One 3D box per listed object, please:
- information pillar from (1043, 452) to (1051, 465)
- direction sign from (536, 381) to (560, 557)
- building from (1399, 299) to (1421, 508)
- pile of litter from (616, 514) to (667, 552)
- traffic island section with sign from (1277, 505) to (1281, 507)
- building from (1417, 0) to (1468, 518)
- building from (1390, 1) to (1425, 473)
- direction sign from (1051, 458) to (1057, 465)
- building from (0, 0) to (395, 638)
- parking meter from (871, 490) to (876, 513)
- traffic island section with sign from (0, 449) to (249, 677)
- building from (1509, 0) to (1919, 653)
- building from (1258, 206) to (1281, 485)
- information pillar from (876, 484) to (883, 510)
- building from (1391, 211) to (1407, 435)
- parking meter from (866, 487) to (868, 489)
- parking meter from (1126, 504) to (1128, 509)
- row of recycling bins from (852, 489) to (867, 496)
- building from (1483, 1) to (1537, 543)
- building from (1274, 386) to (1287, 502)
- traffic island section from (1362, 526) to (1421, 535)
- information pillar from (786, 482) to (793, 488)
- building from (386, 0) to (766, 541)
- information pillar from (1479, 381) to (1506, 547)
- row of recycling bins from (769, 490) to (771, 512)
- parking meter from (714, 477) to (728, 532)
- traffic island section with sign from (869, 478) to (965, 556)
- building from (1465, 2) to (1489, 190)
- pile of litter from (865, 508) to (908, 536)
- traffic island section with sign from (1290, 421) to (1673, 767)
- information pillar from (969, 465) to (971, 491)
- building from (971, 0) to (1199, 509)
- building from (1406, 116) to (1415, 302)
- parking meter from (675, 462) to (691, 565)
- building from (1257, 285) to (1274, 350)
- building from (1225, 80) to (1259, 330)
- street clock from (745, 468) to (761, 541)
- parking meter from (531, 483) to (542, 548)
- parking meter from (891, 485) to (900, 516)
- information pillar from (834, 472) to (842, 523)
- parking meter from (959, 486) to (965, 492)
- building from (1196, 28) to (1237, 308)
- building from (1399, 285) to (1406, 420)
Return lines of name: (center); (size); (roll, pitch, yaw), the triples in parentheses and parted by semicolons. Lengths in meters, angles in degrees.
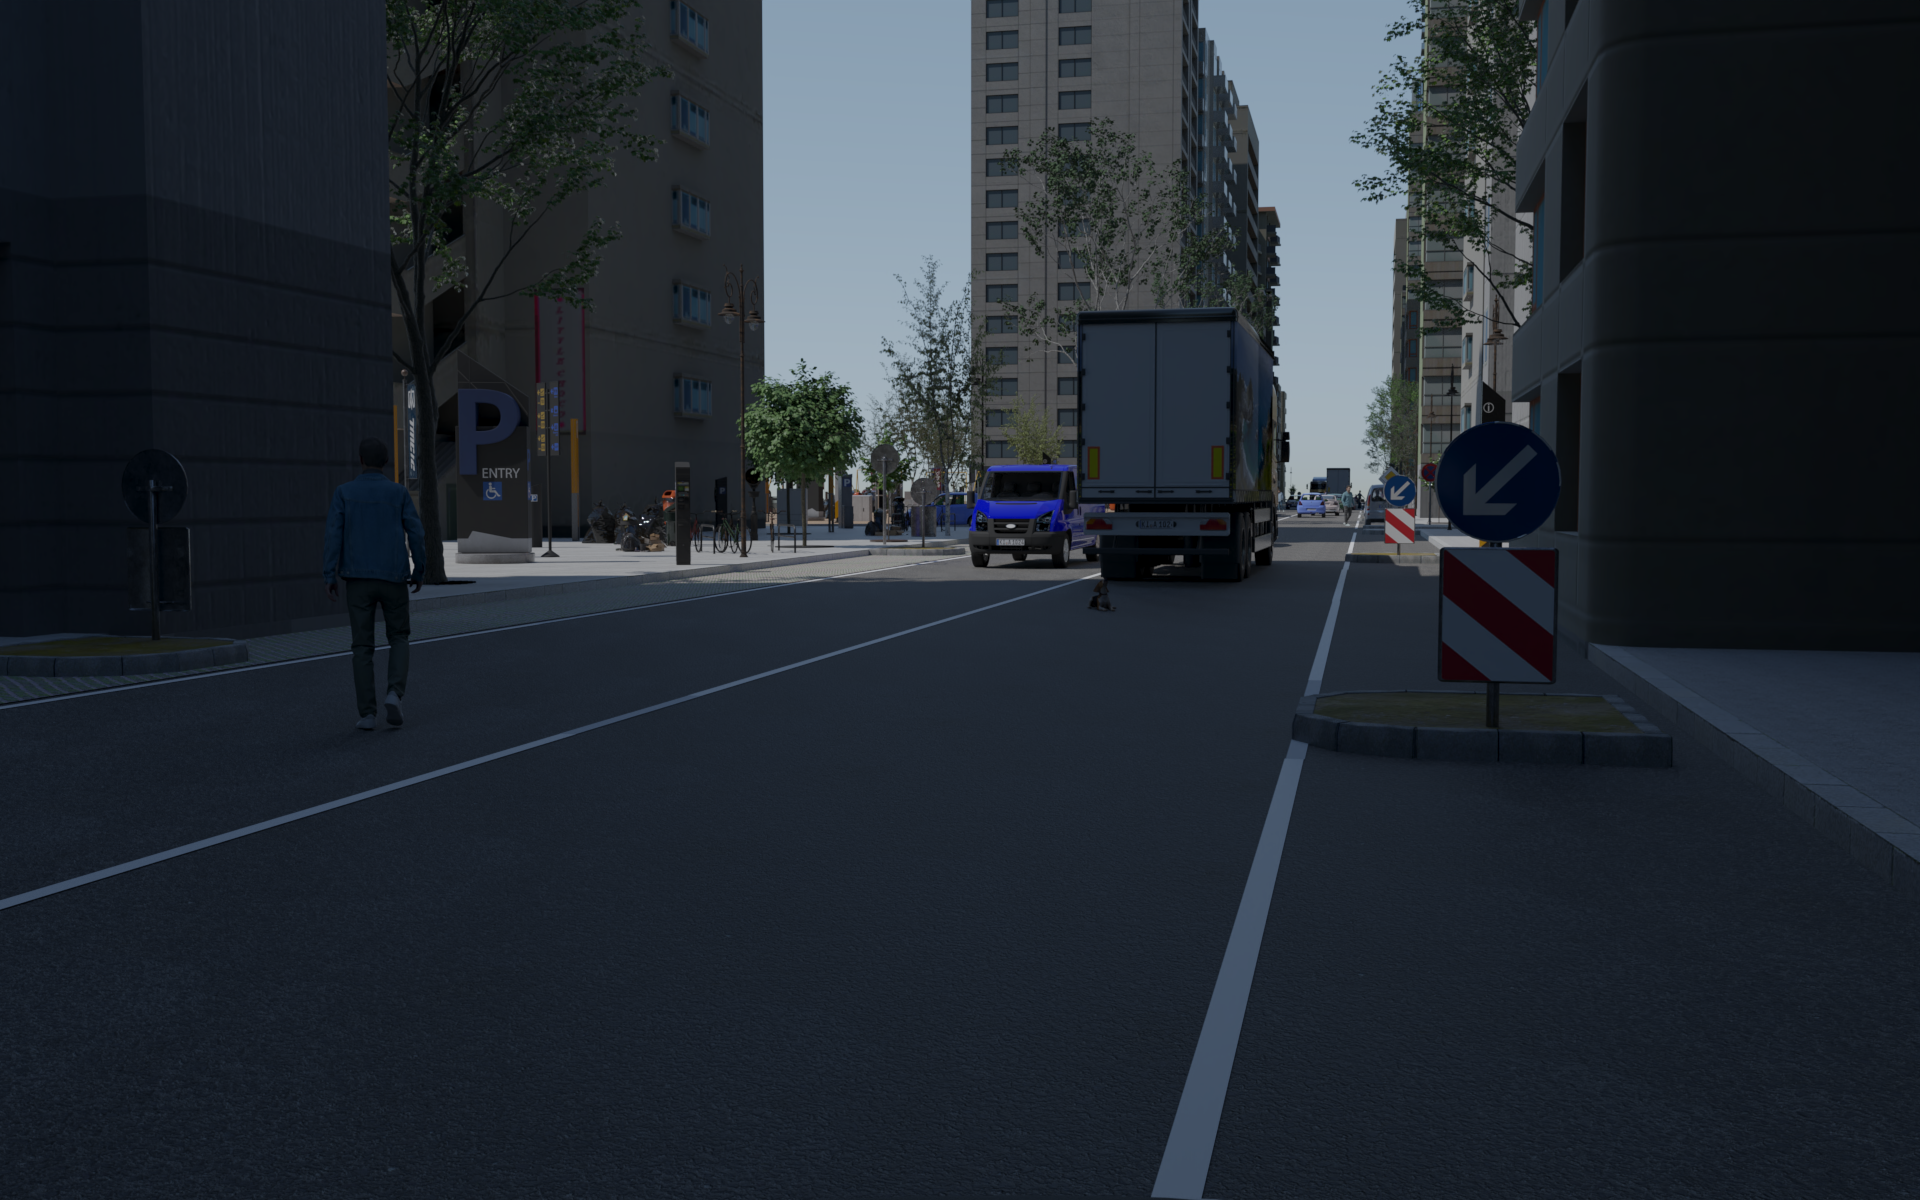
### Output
information pillar: (4.710, -6.290, 94.200); (0.504, 3.616, 0.183); (1, 4, 8)
direction sign: (-8.340, -2.639, 35.145); (0.379, 3.537, 0.876); (-3, 5, -42)
building: (56.357, -19.560, 164.841); (27.650, 21.520, 28.899); (1, 4, 13)
pile of litter: (-7.188, -1.529, 38.963); (1.176, 0.858, 1.719); (0, 4, -4)
traffic island section with sign: (35.335, -11.453, 195.879); (1.989, 1.847, 2.006); (1, 4, 13)
building: (32.892, -25.228, 96.072); (14.154, 41.232, 14.086); (1, 4, 13)
building: (76.062, -57.776, 257.311); (22.319, 86.520, 31.000); (1, 4, 13)
direction sign: (5.856, -7.237, 110.326); (0.379, 3.537, 0.876); (-3, 4, -38)
building: (-19.780, -28.418, 6.636); (21.231, 58.520, 28.212); (1, 4, 13)
parking meter: (-5.998, -6.846, 120.348); (0.372, 1.533, 0.369); (0, 3, 0)
traffic island section with sign: (-7.124, -0.356, 14.449); (1.989, 1.847, 2.006); (1, 4, 13)
building: (17.540, -9.811, 5.444); (27.650, 21.520, 28.899); (1, 4, 13)
building: (36.125, -36.928, 258.392); (22.147, 44.769, 28.867); (1, 4, 13)
information pillar: (-3.946, -4.932, 85.127); (0.304, 2.012, 0.304); (-2, 4, -27)
building: (82.046, -40.411, 284.426); (21.300, 48.544, 21.600); (1, 4, 13)
parking meter: (-7.598, -8.414, 143.281); (0.399, 1.863, 0.255); (-3, 5, -41)
parking meter: (14.300, -8.687, 147.738); (0.255, 1.863, 0.399); (1, 4, 17)
row of recycling bins: (-8.105, -8.196, 141.119); (3.534, 1.692, 1.069); (1, 4, 12)
building: (24.480, -30.663, 43.336); (21.231, 58.520, 28.212); (1, 4, 13)
building: (39.556, -27.087, 287.907); (27.650, 21.520, 28.899); (1, 4, 13)
traffic island section: (15.528, -2.453, 62.388); (2.009, 0.180, 2.903); (1, 4, 13)
information pillar: (-8.925, -5.272, 90.685); (0.304, 2.012, 0.304); (-2, 4, -35)
building: (-19.925, -26.409, 55.497); (21.600, 48.544, 21.300); (1, 4, 13)
information pillar: (10.972, -2.715, 35.745); (0.504, 3.616, 0.183); (1, 4, 14)
row of recycling bins: (-15.420, -7.246, 125.588); (3.534, 1.692, 1.069); (-1, 4, -19)
parking meter: (-8.033, -3.210, 58.191); (0.399, 1.863, 0.255); (-2, 4, -25)
traffic island section with sign: (-0.942, -1.972, 40.869); (1.989, 1.847, 2.006); (1, 4, 13)
building: (33.250, -27.620, 75.281); (21.600, 48.544, 21.300); (1, 4, 13)
pile of litter: (-2.257, -2.430, 53.688); (1.719, 0.858, 1.176); (-3, 5, -39)
traffic island section with sign: (2.999, -0.098, 10.223); (1.989, 1.847, 2.006); (1, 4, 13)
information pillar: (0.776, -8.543, 131.033); (0.183, 3.616, 0.504); (1, 4, 9)
building: (13.207, -44.012, 157.845); (20.563, 71.187, 20.611); (1, 4, 13)
building: (55.226, -30.761, 186.533); (14.154, 41.232, 14.086); (1, 4, 13)
parking meter: (-5.009, -1.566, 31.311); (0.255, 1.863, 0.399); (-1, 4, -12)
building: (35.322, -28.458, 236.991); (14.160, 30.474, 14.107); (1, 4, 13)
building: (24.431, -35.784, 208.770); (21.300, 48.544, 21.600); (1, 4, 13)
street clock: (-5.648, -2.624, 47.475); (0.471, 2.002, 0.358); (0, 4, 3)
parking meter: (-10.207, -2.024, 41.505); (0.372, 1.533, 0.369); (0, 3, 0)
parking meter: (-3.022, -4.610, 81.092); (0.399, 1.863, 0.255); (1, 4, 18)
information pillar: (-5.307, -5.218, 76.669); (0.504, 3.616, 0.183); (0, 4, 5)
parking meter: (0.103, -6.866, 117.974); (0.399, 1.863, 0.255); (0, 4, -4)
building: (17.416, -34.502, 183.711); (23.786, 49.044, 30.456); (1, 4, 13)
building: (67.507, -28.487, 237.462); (14.160, 30.474, 14.107); (1, 4, 13)
